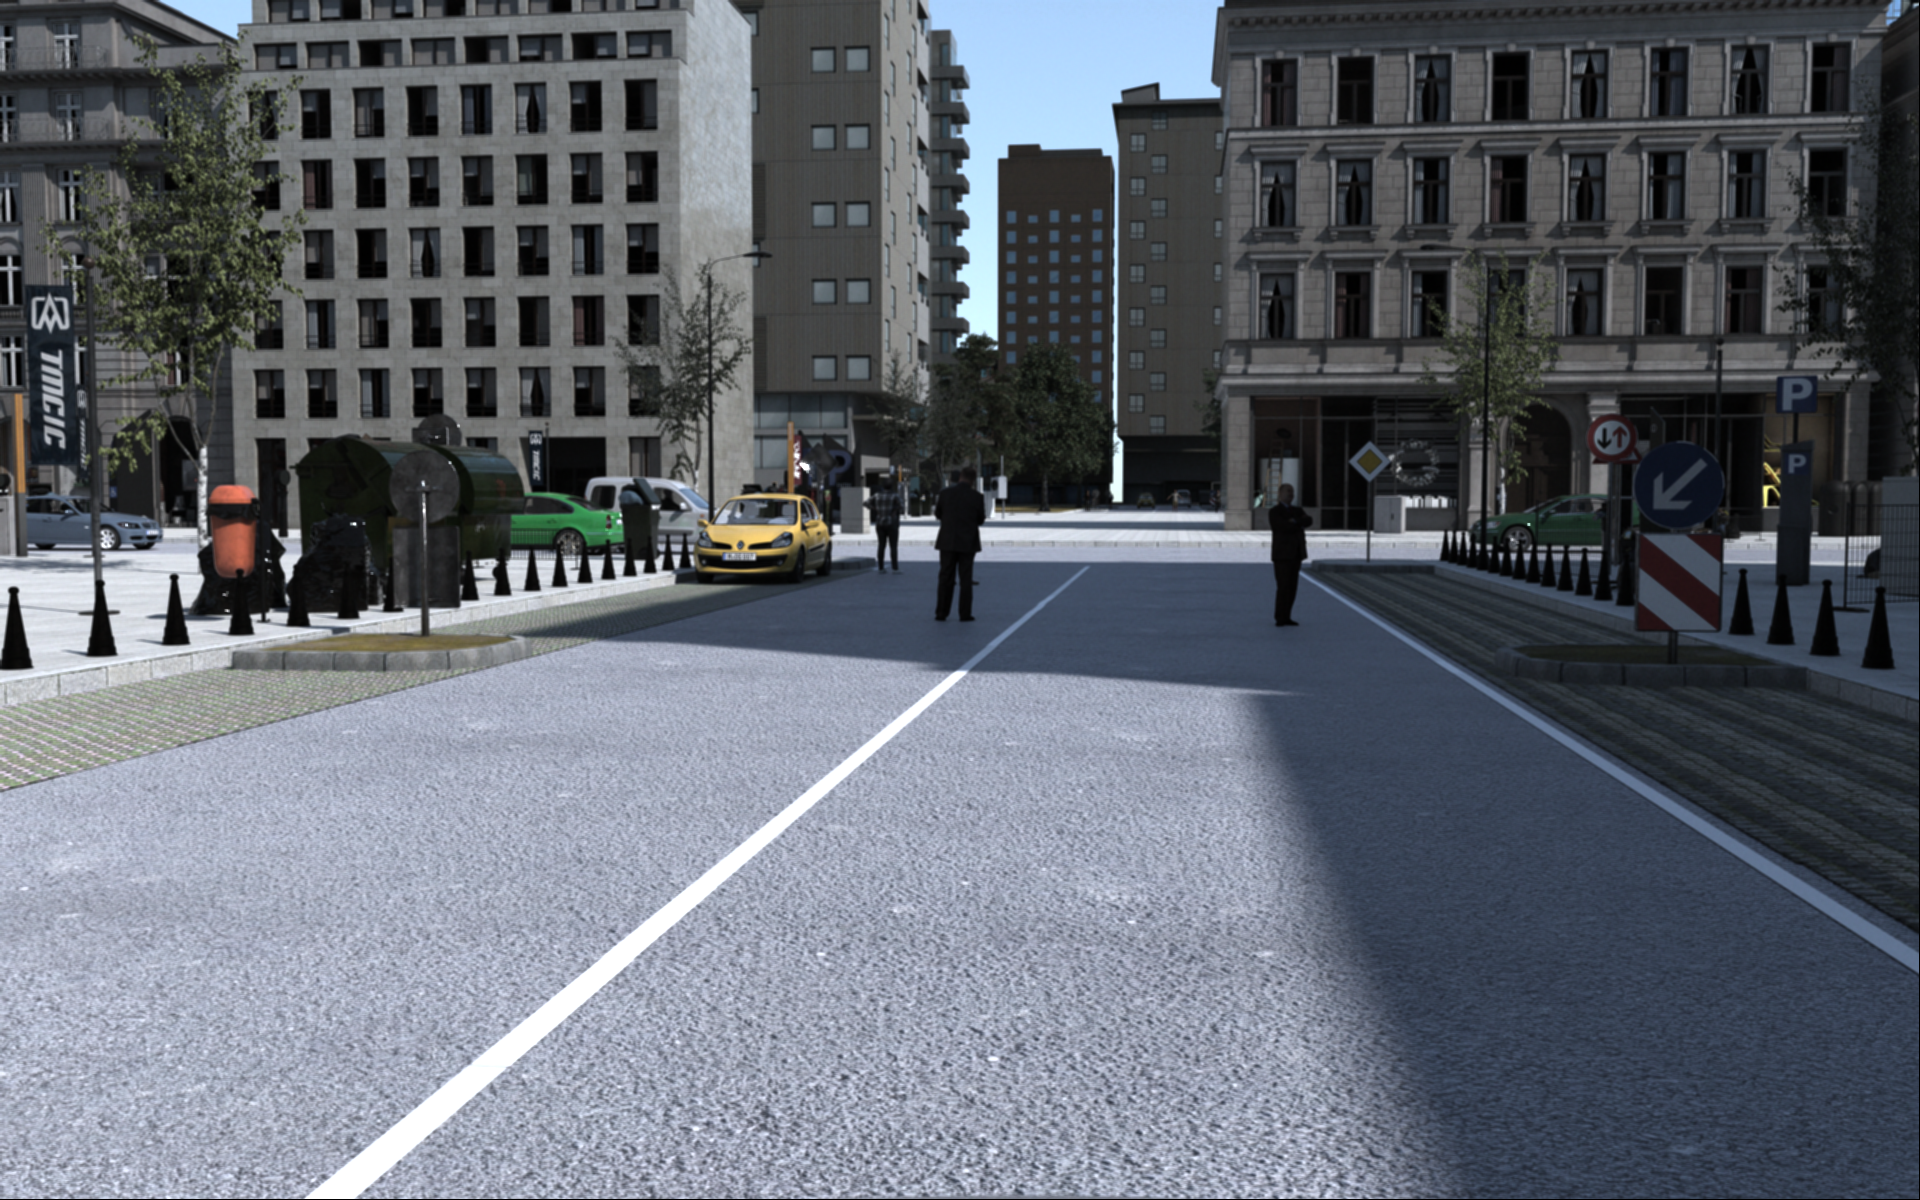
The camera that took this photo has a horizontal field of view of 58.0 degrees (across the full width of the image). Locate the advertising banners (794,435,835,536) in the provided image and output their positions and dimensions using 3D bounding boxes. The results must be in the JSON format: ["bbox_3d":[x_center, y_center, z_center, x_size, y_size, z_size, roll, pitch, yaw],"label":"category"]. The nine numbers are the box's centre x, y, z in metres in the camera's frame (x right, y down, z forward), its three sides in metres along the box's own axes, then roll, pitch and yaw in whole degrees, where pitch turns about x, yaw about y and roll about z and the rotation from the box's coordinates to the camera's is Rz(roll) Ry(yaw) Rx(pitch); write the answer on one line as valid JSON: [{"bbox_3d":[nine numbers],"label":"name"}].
[{"bbox_3d":[-4.402,-3.397,51.728,0.090,3.025,2.074,2,4,33],"label":"advertising banners"}]

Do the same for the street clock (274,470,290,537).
[{"bbox_3d":[-20.052,-2.856,51.266,0.358,2.002,0.471,1,4,17],"label":"street clock"}]

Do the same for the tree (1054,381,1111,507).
[{"bbox_3d":[11.446,-14.882,165.377,6.751,12.117,7.091,0,3,0],"label":"tree"}]

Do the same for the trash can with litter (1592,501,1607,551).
[{"bbox_3d":[12.319,-1.289,32.464,0.624,1.170,1.055,3,4,38],"label":"trash can with litter"}]

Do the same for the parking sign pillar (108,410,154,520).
[{"bbox_3d":[-26.272,-4.062,54.880,1.447,3.967,1.447,2,4,28],"label":"parking sign pillar"}]

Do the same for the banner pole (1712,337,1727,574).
[{"bbox_3d":[12.049,-2.298,27.583,0.401,3.779,0.863,2,4,25],"label":"banner pole"}]

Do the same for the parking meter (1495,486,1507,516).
[{"bbox_3d":[16.986,-2.812,54.385,0.372,1.533,0.369,0,3,0],"label":"parking meter"}]

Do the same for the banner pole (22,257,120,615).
[{"bbox_3d":[-9.422,-1.733,18.348,0.863,3.779,0.401,-1,4,-10],"label":"banner pole"}]

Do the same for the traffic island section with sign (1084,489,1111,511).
[{"bbox_3d":[11.564,-8.440,146.627,1.989,1.847,2.006,0,4,7],"label":"traffic island section with sign"}]

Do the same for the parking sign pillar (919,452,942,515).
[{"bbox_3d":[-1.785,-7.132,105.079,1.447,3.967,1.447,1,4,13],"label":"parking sign pillar"}]

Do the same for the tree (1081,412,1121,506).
[{"bbox_3d":[14.086,-16.302,192.292,9.928,11.665,9.643,0,3,0],"label":"tree"}]

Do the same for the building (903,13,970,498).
[{"bbox_3d":[-14.725,-33.776,171.839,30.456,49.044,23.786,0,4,7],"label":"building"}]

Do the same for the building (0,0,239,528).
[{"bbox_3d":[-37.538,-14.012,70.895,24.055,21.916,13.314,0,4,7],"label":"building"}]

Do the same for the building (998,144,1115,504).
[{"bbox_3d":[12.652,-35.124,224.392,14.200,45.320,14.600,0,4,7],"label":"building"}]

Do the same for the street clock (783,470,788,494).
[{"bbox_3d":[-5.224,-2.952,52.834,0.358,2.002,0.471,0,4,2],"label":"street clock"}]

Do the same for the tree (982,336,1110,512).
[{"bbox_3d":[6.209,-12.771,125.808,9.611,12.733,9.660,0,3,0],"label":"tree"}]

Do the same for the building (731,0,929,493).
[{"bbox_3d":[-17.233,-33.467,136.430,28.713,52.752,27.495,0,4,7],"label":"building"}]

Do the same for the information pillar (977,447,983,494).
[{"bbox_3d":[0.983,-5.832,86.713,0.183,3.616,0.504,-2,4,-27],"label":"information pillar"}]

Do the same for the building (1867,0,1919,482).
[{"bbox_3d":[43.162,-13.361,60.258,24.055,21.916,13.314,0,4,7],"label":"building"}]

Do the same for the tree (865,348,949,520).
[{"bbox_3d":[-2.693,-8.310,86.228,4.360,8.622,3.978,0,3,0],"label":"tree"}]

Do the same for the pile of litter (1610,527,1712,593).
[{"bbox_3d":[9.084,-0.532,22.658,1.176,0.858,1.719,2,4,30],"label":"pile of litter"}]

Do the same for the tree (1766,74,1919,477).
[{"bbox_3d":[16.123,-4.830,29.332,4.360,8.622,3.978,0,3,0],"label":"tree"}]

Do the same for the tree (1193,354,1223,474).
[{"bbox_3d":[22.330,-13.517,127.653,9.857,13.997,8.962,0,3,0],"label":"tree"}]

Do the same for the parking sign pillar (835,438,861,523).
[{"bbox_3d":[-5.353,-5.396,76.703,1.447,3.967,1.447,-2,4,-25],"label":"parking sign pillar"}]

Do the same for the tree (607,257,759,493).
[{"bbox_3d":[-8.396,-6.296,53.295,4.360,8.622,3.978,0,3,0],"label":"tree"}]

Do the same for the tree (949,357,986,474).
[{"bbox_3d":[-0.718,-8.781,93.931,4.360,8.622,3.978,0,3,0],"label":"tree"}]

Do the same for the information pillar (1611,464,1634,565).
[{"bbox_3d":[12.048,-1.656,31.564,0.304,2.012,0.304,-1,4,-14],"label":"information pillar"}]

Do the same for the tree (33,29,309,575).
[{"bbox_3d":[-12.237,-4.723,27.578,4.737,8.622,4.395,0,3,0],"label":"tree"}]

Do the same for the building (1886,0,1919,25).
[{"bbox_3d":[83.474,-51.804,159.666,31.000,86.520,22.319,0,4,7],"label":"building"}]

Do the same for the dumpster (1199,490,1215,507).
[{"bbox_3d":[27.084,-11.109,189.843,1.865,1.857,1.264,0,4,8],"label":"dumpster"}]

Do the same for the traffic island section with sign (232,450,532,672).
[{"bbox_3d":[-4.804,-0.380,14.843,1.989,1.847,2.006,0,4,7],"label":"traffic island section with sign"}]

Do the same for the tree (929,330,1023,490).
[{"bbox_3d":[0.828,-11.761,114.342,6.751,12.117,7.091,0,3,0],"label":"tree"}]

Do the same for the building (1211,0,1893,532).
[{"bbox_3d":[11.074,-13.017,63.739,40.483,20.767,10.553,0,4,7],"label":"building"}]

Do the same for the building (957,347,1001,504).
[{"bbox_3d":[-8.333,-23.833,234.709,28.899,21.520,27.650,0,4,7],"label":"building"}]

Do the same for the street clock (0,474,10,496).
[{"bbox_3d":[-34.071,-3.495,61.711,0.471,2.002,0.358,2,4,24],"label":"street clock"}]

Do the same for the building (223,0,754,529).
[{"bbox_3d":[-17.449,-12.964,66.715,16.860,20.320,10.420,0,4,7],"label":"building"}]

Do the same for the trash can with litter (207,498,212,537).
[{"bbox_3d":[-22.560,-2.479,51.917,0.624,1.170,1.055,-2,4,-31],"label":"trash can with litter"}]

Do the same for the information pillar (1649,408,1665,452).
[{"bbox_3d":[18.797,-3.389,46.766,0.183,3.616,0.504,-1,4,-22],"label":"information pillar"}]

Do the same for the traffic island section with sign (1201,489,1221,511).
[{"bbox_3d":[25.144,-10.059,173.095,1.989,1.847,2.006,0,4,7],"label":"traffic island section with sign"}]

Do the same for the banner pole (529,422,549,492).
[{"bbox_3d":[-14.535,-4.286,60.099,0.863,3.779,0.401,-1,4,-22],"label":"banner pole"}]

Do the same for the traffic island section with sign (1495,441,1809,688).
[{"bbox_3d":[5.367,-0.314,13.756,1.989,1.847,2.006,0,4,7],"label":"traffic island section with sign"}]

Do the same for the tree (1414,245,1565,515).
[{"bbox_3d":[15.636,-6.116,50.362,4.737,8.622,4.395,0,3,0],"label":"tree"}]

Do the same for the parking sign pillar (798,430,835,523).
[{"bbox_3d":[-6.393,-5.206,73.587,1.447,3.967,1.447,1,4,21],"label":"parking sign pillar"}]

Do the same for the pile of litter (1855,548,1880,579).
[{"bbox_3d":[14.549,-0.758,26.351,1.719,0.858,1.176,1,4,18],"label":"pile of litter"}]

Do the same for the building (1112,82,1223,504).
[{"bbox_3d":[34.332,-39.165,229.592,27.495,52.752,28.713,0,4,7],"label":"building"}]

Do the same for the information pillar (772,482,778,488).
[{"bbox_3d":[-11.390,-6.238,106.487,0.304,2.012,0.304,0,4,5],"label":"information pillar"}]

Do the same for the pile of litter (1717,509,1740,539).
[{"bbox_3d":[21.622,-2.186,49.711,1.719,0.858,1.176,0,4,-2],"label":"pile of litter"}]

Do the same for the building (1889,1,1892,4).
[{"bbox_3d":[49.670,-26.995,133.248,32.217,40.220,23.993,0,4,7],"label":"building"}]
